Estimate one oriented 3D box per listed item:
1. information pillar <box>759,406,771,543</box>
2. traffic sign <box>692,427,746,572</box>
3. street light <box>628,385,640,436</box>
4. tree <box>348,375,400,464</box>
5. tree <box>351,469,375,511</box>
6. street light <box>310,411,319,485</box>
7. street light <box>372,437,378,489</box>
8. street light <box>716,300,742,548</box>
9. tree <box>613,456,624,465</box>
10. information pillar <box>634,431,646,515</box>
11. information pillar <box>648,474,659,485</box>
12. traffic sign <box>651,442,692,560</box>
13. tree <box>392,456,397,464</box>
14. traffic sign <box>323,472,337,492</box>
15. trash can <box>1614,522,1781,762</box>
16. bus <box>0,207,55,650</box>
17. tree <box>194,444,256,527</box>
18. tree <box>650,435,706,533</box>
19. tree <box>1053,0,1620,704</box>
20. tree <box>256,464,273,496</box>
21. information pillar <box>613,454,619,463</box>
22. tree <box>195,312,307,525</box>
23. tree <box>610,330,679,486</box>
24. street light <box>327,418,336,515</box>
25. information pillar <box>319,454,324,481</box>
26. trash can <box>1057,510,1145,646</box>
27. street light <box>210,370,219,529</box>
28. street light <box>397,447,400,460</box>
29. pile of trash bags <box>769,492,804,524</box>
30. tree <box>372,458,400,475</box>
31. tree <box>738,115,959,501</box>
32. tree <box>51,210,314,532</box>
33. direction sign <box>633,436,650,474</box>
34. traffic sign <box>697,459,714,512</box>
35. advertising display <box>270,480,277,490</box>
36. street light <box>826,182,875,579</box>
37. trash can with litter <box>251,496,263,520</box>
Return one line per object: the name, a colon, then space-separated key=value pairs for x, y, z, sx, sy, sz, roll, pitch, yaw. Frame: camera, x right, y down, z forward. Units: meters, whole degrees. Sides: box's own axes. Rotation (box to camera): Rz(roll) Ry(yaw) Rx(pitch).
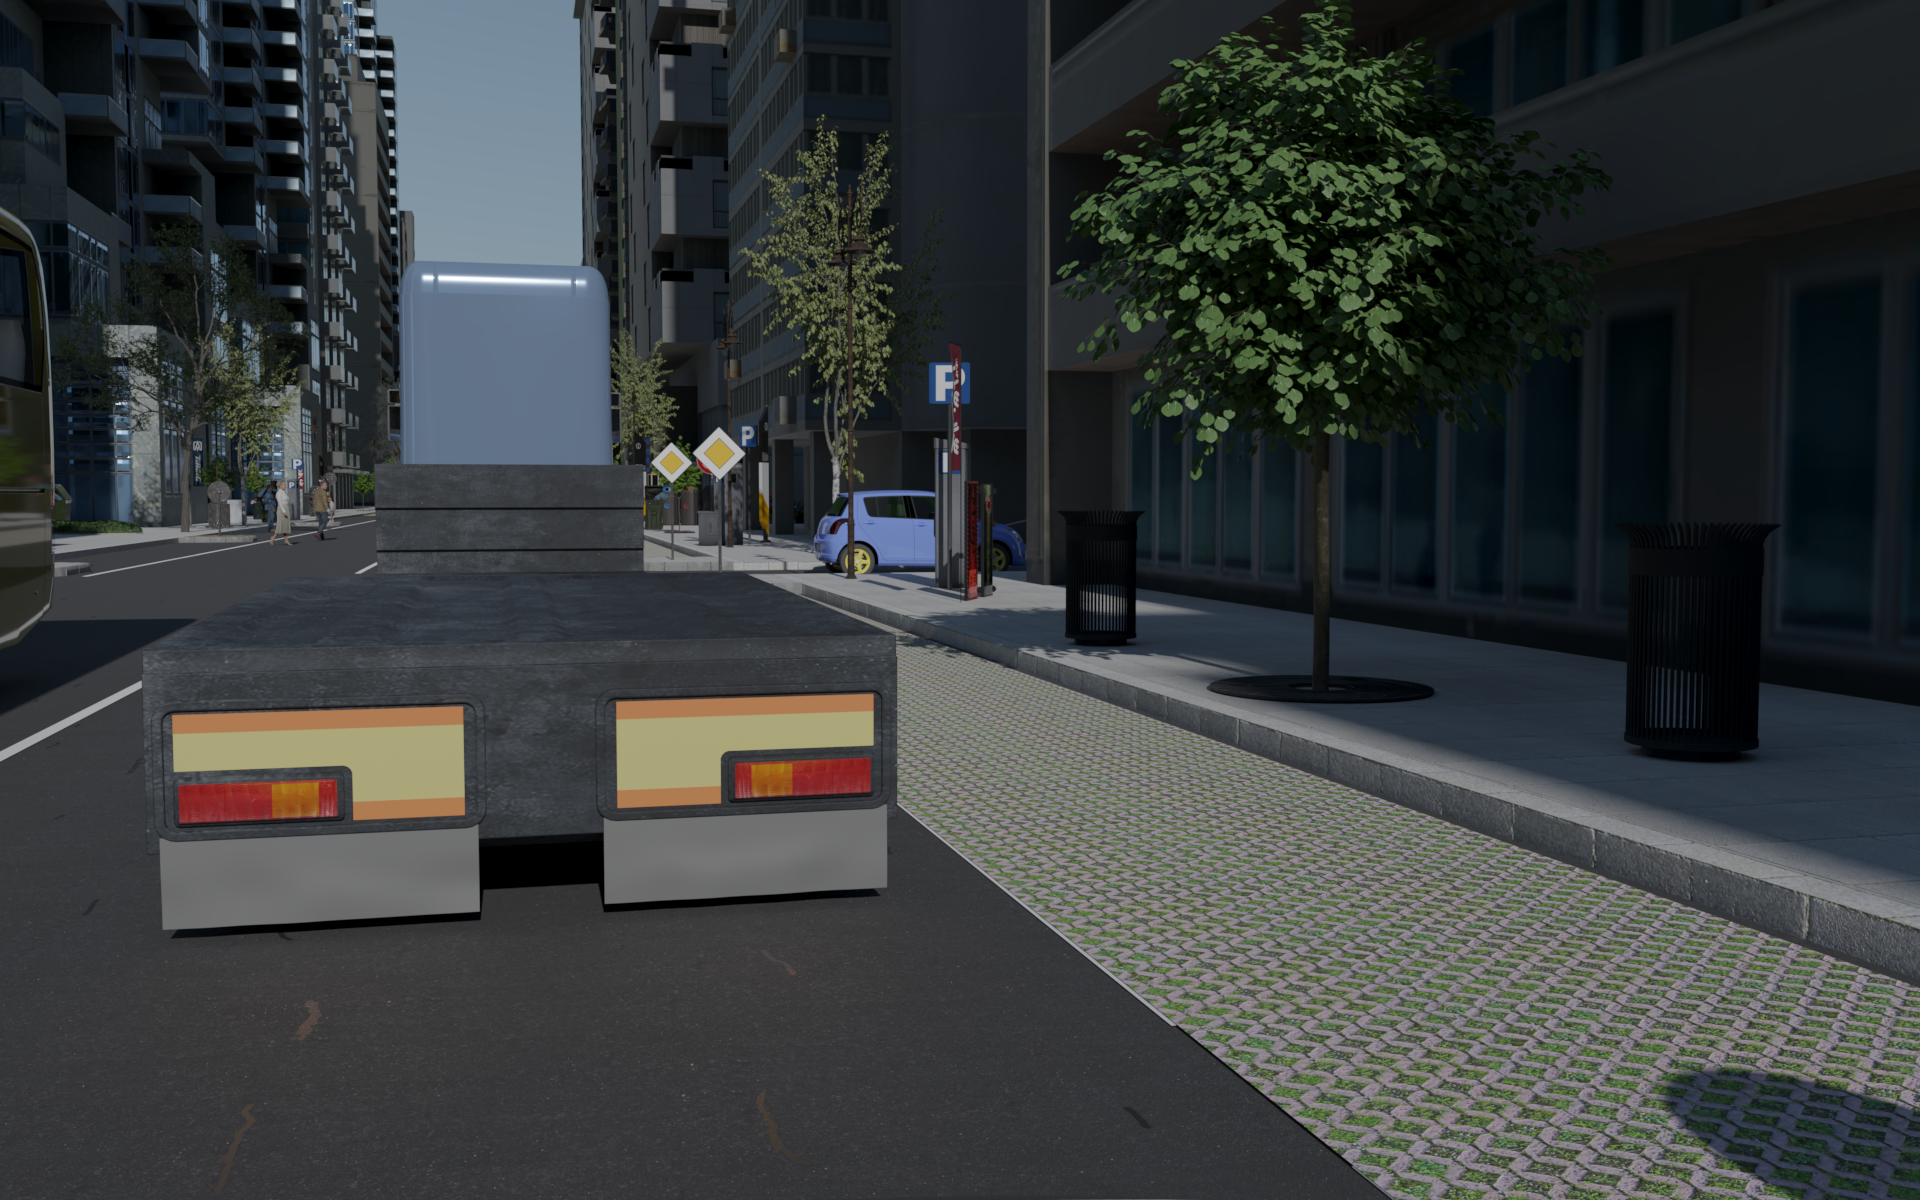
information pillar: x=-5.182 y=-3.330 z=45.808 sx=0.183 sy=3.616 sz=0.504 roll=1 pitch=4 yaw=15
traffic sign: x=-3.602 y=-1.364 z=25.942 sx=0.795 sy=2.450 sz=0.064 roll=-1 pitch=4 yaw=-14
street light: x=-13.801 y=-6.154 z=73.408 sx=0.468 sy=5.910 sz=1.993 roll=-1 pitch=4 yaw=-14
tree: x=-57.541 y=-16.357 z=177.802 sx=12.009 sy=13.543 sz=11.850 roll=0 pitch=3 yaw=0
tree: x=-45.228 y=-8.375 z=131.525 sx=1.663 sy=3.219 sz=1.824 roll=0 pitch=3 yaw=0
street light: x=-36.015 y=-7.582 z=96.761 sx=0.468 sy=5.910 sz=1.993 roll=-1 pitch=4 yaw=-14
street light: x=-46.322 y=-10.048 z=137.071 sx=0.468 sy=5.910 sz=1.993 roll=-1 pitch=4 yaw=-14
street light: x=-5.513 y=-4.196 z=41.387 sx=0.468 sy=5.910 sz=1.993 roll=-1 pitch=4 yaw=-14
tree: x=-17.175 y=-5.636 z=86.748 sx=1.663 sy=3.219 sz=1.824 roll=0 pitch=3 yaw=0
information pillar: x=-11.868 y=-4.456 z=64.207 sx=0.183 sy=3.616 sz=0.504 roll=3 pitch=5 yaw=44
information pillar: x=-11.159 y=-3.582 z=63.060 sx=0.304 sy=2.012 sz=0.304 roll=-3 pitch=4 yaw=-36
traffic sign: x=-5.600 y=-1.837 z=33.674 sx=0.795 sy=2.450 sz=0.064 roll=-1 pitch=4 yaw=-14
tree: x=-61.060 y=-14.805 z=192.423 sx=4.737 sy=8.622 sz=4.395 roll=0 pitch=3 yaw=0
traffic sign: x=-36.919 y=-6.202 z=101.500 sx=0.768 sy=2.556 sz=0.104 roll=-1 pitch=4 yaw=-13
trash can: x=3.587 y=0.194 z=8.474 sx=0.748 sy=1.137 sz=0.748 roll=0 pitch=3 yaw=0
bus: x=-6.648 y=-0.972 z=7.447 sx=2.896 sy=3.916 sz=12.252 roll=-1 pitch=4 yaw=-16
tree: x=-28.481 y=-4.419 z=66.849 sx=1.663 sy=3.219 sz=1.824 roll=0 pitch=3 yaw=0
tree: x=-9.088 y=-3.802 z=56.761 sx=1.663 sy=3.219 sz=1.824 roll=0 pitch=3 yaw=0
tree: x=2.306 y=-1.683 z=11.226 sx=4.285 sy=4.588 sz=4.351 roll=0 pitch=3 yaw=0
tree: x=-40.024 y=-6.335 z=98.178 sx=1.663 sy=3.219 sz=1.824 roll=0 pitch=3 yaw=0
information pillar: x=-20.183 y=-6.732 z=101.422 sx=0.504 sy=3.616 sz=0.183 roll=-3 pitch=5 yaw=-40
tree: x=-29.199 y=-7.377 z=70.975 sx=4.737 sy=8.622 sz=4.395 roll=0 pitch=3 yaw=0
tree: x=-14.371 y=-7.763 z=77.295 sx=4.737 sy=8.622 sz=4.395 roll=0 pitch=3 yaw=0
street light: x=-37.916 y=-8.063 z=104.620 sx=0.468 sy=5.910 sz=1.993 roll=-1 pitch=4 yaw=-14
information pillar: x=-37.556 y=-6.761 z=101.890 sx=0.183 sy=3.616 sz=0.504 roll=0 pitch=4 yaw=4
trash can: x=1.202 y=-0.191 z=14.773 sx=0.748 sy=1.137 sz=0.748 roll=0 pitch=3 yaw=0
street light: x=-27.517 y=-5.586 z=64.116 sx=0.468 sy=5.910 sz=1.993 roll=-1 pitch=4 yaw=-14
street light: x=-54.657 y=-12.006 z=169.080 sx=0.468 sy=5.910 sz=1.993 roll=-1 pitch=4 yaw=-14
pile of trash bags: x=-7.772 y=-4.371 z=81.225 sx=1.912 sy=1.369 sz=3.447 roll=-3 pitch=5 yaw=-43
tree: x=-51.905 y=-10.643 z=157.719 sx=4.285 sy=4.588 sz=4.351 roll=0 pitch=3 yaw=0
tree: x=-2.269 y=-5.160 z=34.736 sx=4.737 sy=8.622 sz=4.395 roll=0 pitch=3 yaw=0
tree: x=-25.977 y=-7.537 z=57.635 sx=8.767 sy=10.594 sz=7.601 roll=-1 pitch=4 yaw=-21
direction sign: x=-12.471 y=-4.640 z=67.854 sx=0.379 sy=3.537 sz=0.876 roll=3 pitch=4 yaw=37
traffic sign: x=-6.302 y=-2.689 z=44.075 sx=0.768 sy=2.556 sz=0.104 roll=0 pitch=4 yaw=-5
advertising display: x=-31.950 y=-4.617 z=80.695 sx=0.123 sy=1.923 sz=0.974 roll=-2 pitch=4 yaw=-32
street light: x=-1.647 y=-3.257 z=26.035 sx=0.468 sy=5.910 sz=1.993 roll=-1 pitch=4 yaw=-14
trash can with litter: x=-35.366 y=-4.626 z=87.016 sx=0.624 sy=1.170 sz=1.055 roll=-2 pitch=4 yaw=-29
